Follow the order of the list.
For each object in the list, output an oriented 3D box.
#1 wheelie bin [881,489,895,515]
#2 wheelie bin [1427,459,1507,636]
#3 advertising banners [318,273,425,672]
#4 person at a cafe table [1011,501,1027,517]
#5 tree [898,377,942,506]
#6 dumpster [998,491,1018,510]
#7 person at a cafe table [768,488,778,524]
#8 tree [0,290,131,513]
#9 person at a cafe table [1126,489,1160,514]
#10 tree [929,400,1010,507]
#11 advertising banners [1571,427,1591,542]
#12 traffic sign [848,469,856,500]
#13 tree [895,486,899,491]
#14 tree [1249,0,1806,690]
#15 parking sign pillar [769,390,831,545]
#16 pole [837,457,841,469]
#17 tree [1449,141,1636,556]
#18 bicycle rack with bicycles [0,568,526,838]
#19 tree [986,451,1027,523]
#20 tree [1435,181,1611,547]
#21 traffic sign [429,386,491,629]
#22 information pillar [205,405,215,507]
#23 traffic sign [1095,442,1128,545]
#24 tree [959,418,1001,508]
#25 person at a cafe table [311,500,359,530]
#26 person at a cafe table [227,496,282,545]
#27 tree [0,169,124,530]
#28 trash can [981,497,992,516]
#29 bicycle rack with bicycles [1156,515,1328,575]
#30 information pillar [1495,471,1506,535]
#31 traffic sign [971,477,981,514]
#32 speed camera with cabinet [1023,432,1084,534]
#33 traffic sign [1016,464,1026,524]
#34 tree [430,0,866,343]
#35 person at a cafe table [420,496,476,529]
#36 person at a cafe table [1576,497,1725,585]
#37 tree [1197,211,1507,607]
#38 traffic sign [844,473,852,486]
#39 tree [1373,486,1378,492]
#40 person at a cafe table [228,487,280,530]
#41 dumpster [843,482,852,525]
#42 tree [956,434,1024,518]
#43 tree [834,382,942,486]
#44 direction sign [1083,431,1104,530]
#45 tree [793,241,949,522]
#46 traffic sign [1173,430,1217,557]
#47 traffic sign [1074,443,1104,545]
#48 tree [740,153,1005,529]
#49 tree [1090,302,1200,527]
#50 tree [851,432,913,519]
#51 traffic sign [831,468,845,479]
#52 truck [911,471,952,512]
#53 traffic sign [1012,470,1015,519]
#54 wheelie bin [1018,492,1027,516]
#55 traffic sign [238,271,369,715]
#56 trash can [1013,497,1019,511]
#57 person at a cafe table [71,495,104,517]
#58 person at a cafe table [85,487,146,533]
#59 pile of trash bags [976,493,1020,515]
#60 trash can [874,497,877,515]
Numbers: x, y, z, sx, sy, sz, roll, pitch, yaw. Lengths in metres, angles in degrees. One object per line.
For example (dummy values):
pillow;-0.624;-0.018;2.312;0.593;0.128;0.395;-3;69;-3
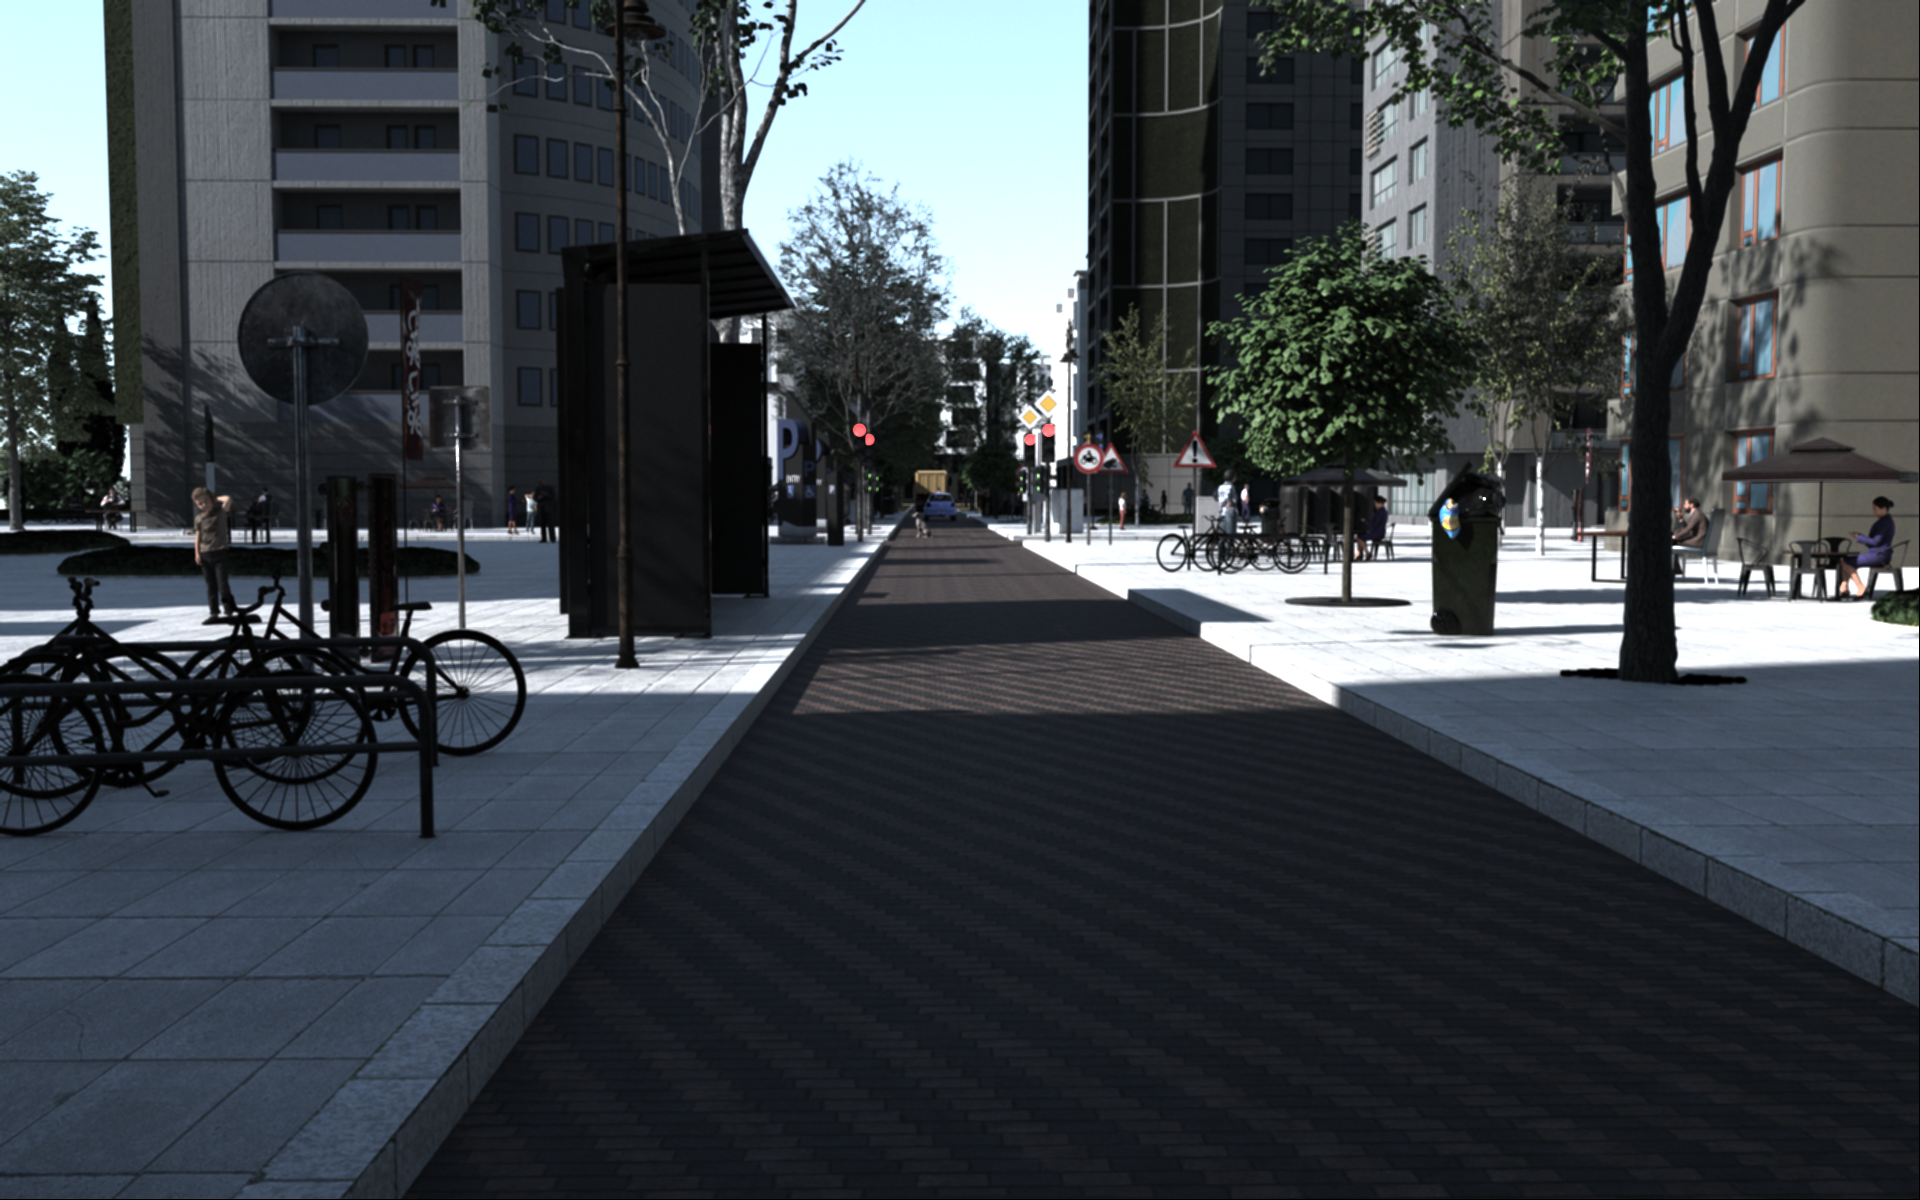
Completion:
wheelie bin;-4.508;-6.169;108.774;0.980;1.594;0.693;1;4;21
wheelie bin;4.655;-0.489;15.908;0.693;1.594;0.980;1;4;17
advertising banners;-4.442;-1.044;13.260;0.090;3.025;2.074;0;4;3
person at a cafe table;3.774;-5.327;97.953;1.698;1.238;1.726;0;4;5
tree;-6.358;-16.699;179.680;9.857;13.997;8.962;0;3;0
dumpster;3.117;-6.432;110.929;1.264;1.857;1.865;0;4;-1
person at a cafe table;-8.410;-4.069;75.049;1.622;1.524;1.698;-2;4;-27
tree;-59.142;-13.031;114.877;13.155;14.587;18.604;-1;4;-10
person at a cafe table;9.385;-4.898;88.595;1.698;1.524;1.622;1;4;12
tree;0.562;-14.301;168.238;8.767;10.594;7.601;0;4;0
advertising banners;16.578;-3.060;46.213;0.090;3.025;2.074;1;4;9
traffic sign;-5.227;-5.329;87.139;0.884;2.594;0.081;0;4;6
tree;-6.090;-12.976;162.525;4.360;8.622;3.978;0;3;0
tree;4.928;-5.255;11.676;9.928;11.665;9.643;0;3;0
parking sign pillar;-4.192;-3.427;44.508;1.447;3.967;1.447;-2;4;-35
pole;-6.064;-5.697;86.982;0.158;3.312;0.155;0;3;0
tree;12.094;-5.221;35.724;4.360;8.622;3.978;0;3;0
bicycle rack with bicycles;-3.272;0.382;7.135;2.925;0.926;2.852;-1;4;-15
tree;2.199;-5.120;78.314;1.663;3.219;1.824;0;3;0
tree;13.266;-5.589;41.741;4.737;8.622;4.395;0;3;0
traffic sign;-4.742;-0.875;16.444;0.606;2.300;0.079;0;4;7
information pillar;-19.720;-3.315;45.550;0.183;3.616;0.504;-3;4;-37
traffic sign;3.788;-2.663;43.544;0.884;2.594;0.081;0;4;6
tree;1.743;-12.937;161.881;4.360;8.622;3.978;0;3;0
person at a cafe table;-22.714;-3.168;62.655;1.698;1.238;1.726;-1;4;-14
person at a cafe table;-18.348;-2.066;44.645;1.698;1.238;1.726;0;4;5
tree;-33.251;-8.706;60.476;7.486;12.596;7.792;0;3;0
trash can;1.557;-5.408;100.075;0.748;1.137;0.748;0;3;0
bicycle rack with bicycles;4.673;-0.925;28.498;2.925;0.926;2.852;0;4;-7
information pillar;17.020;-3.063;54.577;0.304;2.012;0.304;2;4;26
traffic sign;1.089;-6.872;112.456;0.768;2.556;0.104;0;4;1
speed camera with cabinet;3.014;-3.770;55.981;2.038;3.252;0.660;-2;4;-31
traffic sign;2.761;-4.500;73.689;0.768;2.556;0.104;0;4;1
tree;-3.324;-10.636;29.791;12.611;20.169;13.585;0;3;0
person at a cafe table;-18.430;-3.195;63.101;1.726;1.238;1.698;3;4;38
person at a cafe table;10.154;-0.876;25.186;1.726;1.238;1.698;3;5;43
tree;4.587;-2.229;20.152;4.285;4.588;4.351;0;3;0
traffic sign;-6.887;-6.473;105.933;0.768;2.556;0.104;0;4;6
tree;20.533;-5.414;83.117;1.663;3.219;1.824;0;3;0
person at a cafe table;-25.166;-3.280;62.143;1.622;1.524;1.698;1;4;23
dumpster;-5.141;-4.022;71.525;1.264;1.857;1.865;0;4;-1
tree;1.904;-6.722;93.619;4.285;4.588;4.351;0;3;0
tree;-6.359;-14.445;153.189;9.611;12.733;9.660;0;3;0
direction sign;4.771;-4.284;62.033;0.876;3.537;0.379;3;5;40
tree;-4.494;-9.809;78.500;7.486;12.596;7.792;0;3;0
traffic sign;4.740;-2.141;35.006;0.884;2.594;0.081;0;4;3
traffic sign;3.223;-2.643;43.319;0.768;2.556;0.104;0;4;4
tree;-3.630;-9.362;63.445;12.009;13.543;11.850;0;3;0
tree;7.172;-7.167;67.539;4.737;8.622;4.395;0;3;0
tree;-4.008;-6.469;89.477;4.285;4.588;4.351;0;3;0
traffic sign;-6.051;-5.221;85.477;0.768;2.556;0.104;0;4;0
truck;-2.352;-8.940;142.087;3.469;3.379;9.791;0;4;-1
traffic sign;2.705;-5.457;89.335;0.768;2.556;0.104;0;3;0
wheelie bin;3.833;-5.660;100.441;0.980;1.594;0.693;0;4;7
traffic sign;-3.772;-0.602;9.951;0.768;2.556;0.104;0;4;4
trash can;3.567;-6.232;113.552;0.748;1.137;0.748;0;3;0
person at a cafe table;-46.668;-4.985;92.374;1.726;1.238;1.698;2;4;28
person at a cafe table;-28.337;-3.028;58.022;1.698;1.524;1.622;-2;4;-34
pile of trash bags;2.382;-5.795;104.506;3.447;1.369;1.912;-3;5;-40
trash can;-5.136;-5.447;100.705;0.748;1.137;0.748;0;3;0
